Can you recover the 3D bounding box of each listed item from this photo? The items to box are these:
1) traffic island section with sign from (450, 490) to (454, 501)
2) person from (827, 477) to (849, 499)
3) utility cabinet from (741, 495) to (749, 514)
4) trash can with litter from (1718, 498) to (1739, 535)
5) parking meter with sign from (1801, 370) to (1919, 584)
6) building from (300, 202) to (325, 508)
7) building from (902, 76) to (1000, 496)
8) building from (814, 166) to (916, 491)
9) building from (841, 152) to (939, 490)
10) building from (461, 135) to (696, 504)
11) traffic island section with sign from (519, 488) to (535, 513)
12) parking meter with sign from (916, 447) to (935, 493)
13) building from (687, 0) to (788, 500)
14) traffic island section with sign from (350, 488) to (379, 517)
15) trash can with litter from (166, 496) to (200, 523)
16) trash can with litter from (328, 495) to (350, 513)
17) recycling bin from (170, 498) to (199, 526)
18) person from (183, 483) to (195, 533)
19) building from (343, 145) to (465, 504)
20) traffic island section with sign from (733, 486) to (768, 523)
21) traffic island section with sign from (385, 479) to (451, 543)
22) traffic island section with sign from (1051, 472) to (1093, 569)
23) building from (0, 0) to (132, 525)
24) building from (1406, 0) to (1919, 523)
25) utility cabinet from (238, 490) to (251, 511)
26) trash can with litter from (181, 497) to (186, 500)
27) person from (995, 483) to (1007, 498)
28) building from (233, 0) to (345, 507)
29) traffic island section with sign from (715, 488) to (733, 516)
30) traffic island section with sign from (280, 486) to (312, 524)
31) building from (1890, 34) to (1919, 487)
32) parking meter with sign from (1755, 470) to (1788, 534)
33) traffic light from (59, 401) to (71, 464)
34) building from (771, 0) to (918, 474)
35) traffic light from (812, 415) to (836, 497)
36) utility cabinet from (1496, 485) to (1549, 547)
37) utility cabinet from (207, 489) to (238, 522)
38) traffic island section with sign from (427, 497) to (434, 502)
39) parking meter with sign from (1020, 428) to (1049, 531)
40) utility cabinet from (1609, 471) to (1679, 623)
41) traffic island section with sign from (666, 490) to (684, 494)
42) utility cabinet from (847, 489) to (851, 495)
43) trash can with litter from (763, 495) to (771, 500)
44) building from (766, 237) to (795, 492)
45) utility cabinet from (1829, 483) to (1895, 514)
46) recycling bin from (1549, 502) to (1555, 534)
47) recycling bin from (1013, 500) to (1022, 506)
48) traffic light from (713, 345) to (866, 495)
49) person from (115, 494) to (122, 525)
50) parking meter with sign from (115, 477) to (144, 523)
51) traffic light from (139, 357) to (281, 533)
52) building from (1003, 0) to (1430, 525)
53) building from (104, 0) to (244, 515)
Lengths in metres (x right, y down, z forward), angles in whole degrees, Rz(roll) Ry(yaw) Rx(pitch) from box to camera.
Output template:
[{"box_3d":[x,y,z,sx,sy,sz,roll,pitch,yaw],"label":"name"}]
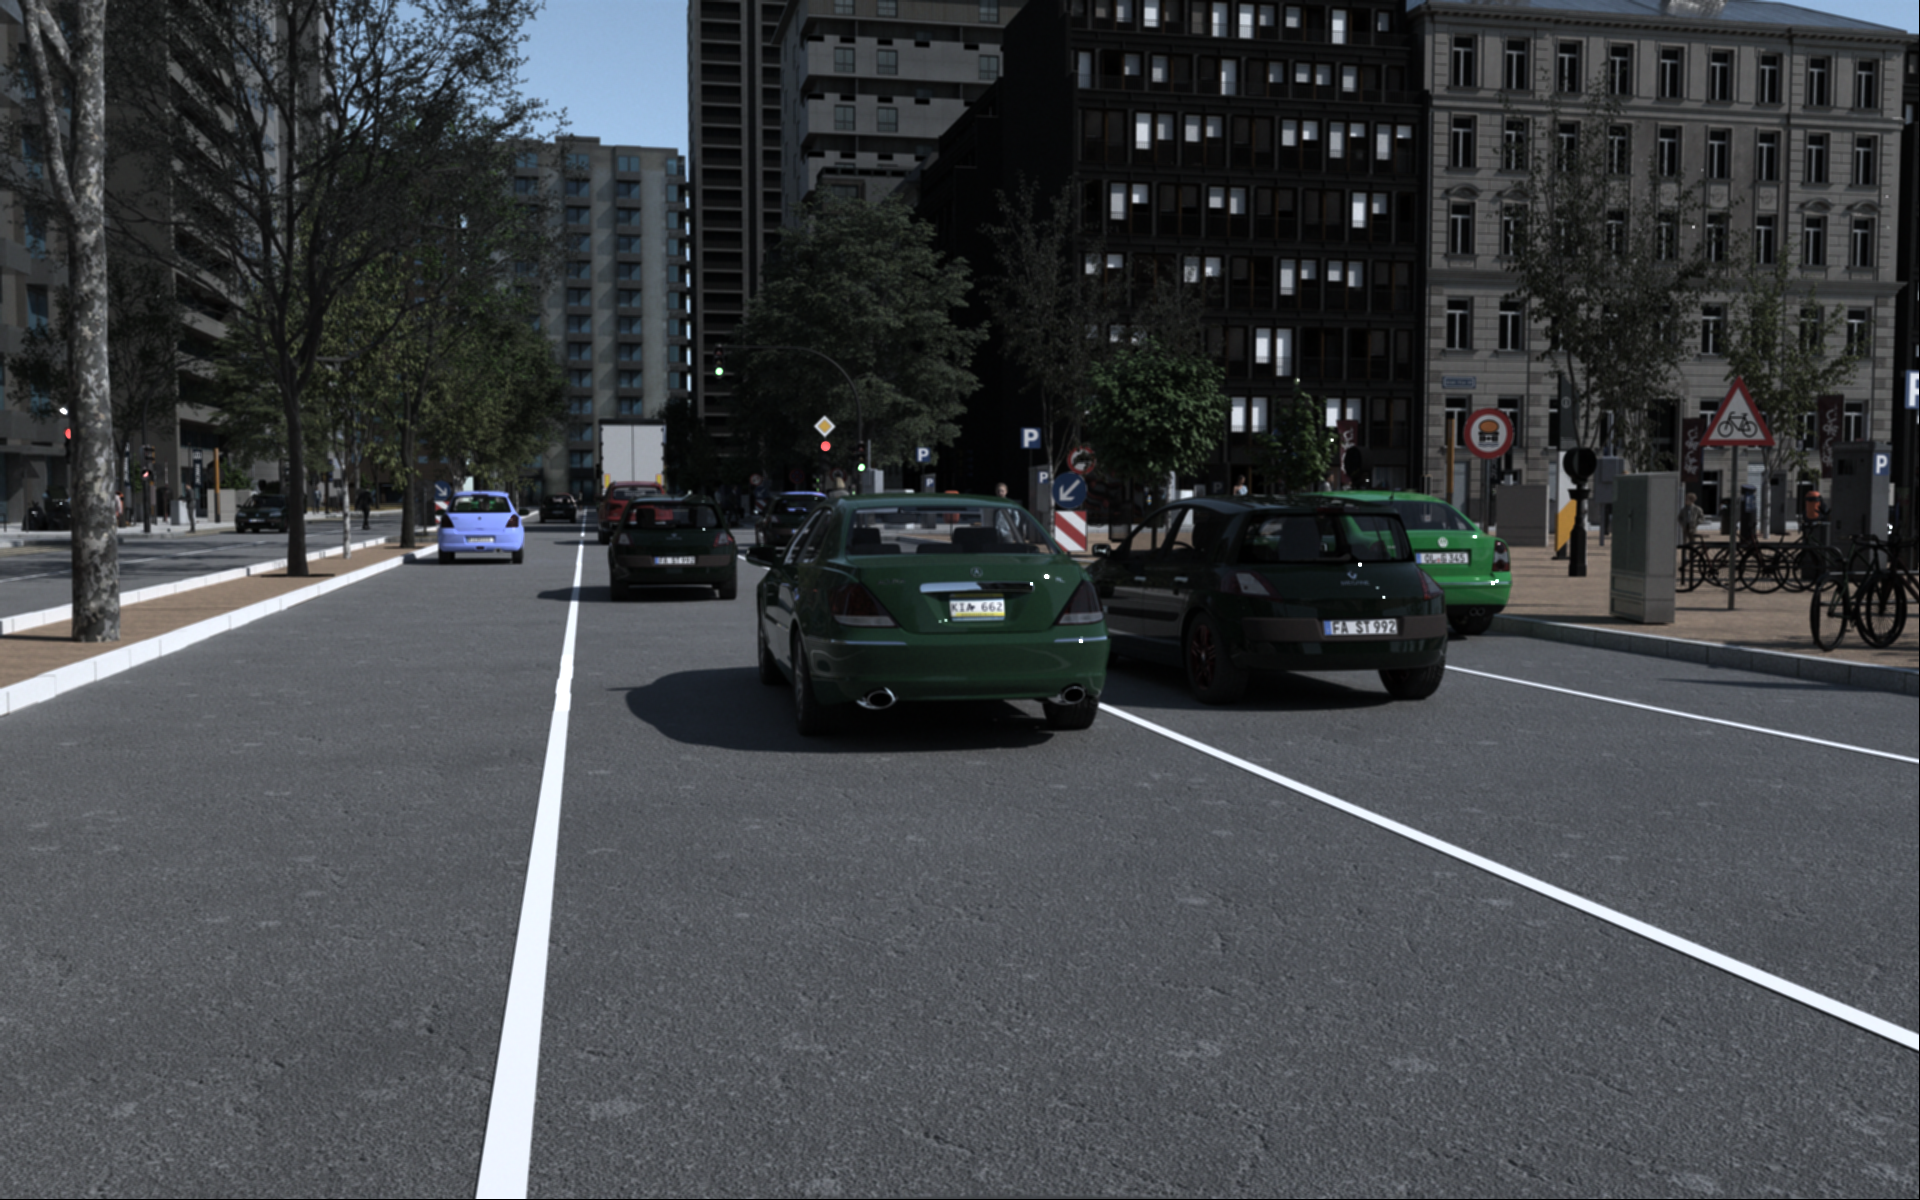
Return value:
[{"box_3d":[-53.763,-10.720,183.907,1.989,1.847,2.006,-1,4,-12],"label":"traffic island section with sign"},{"box_3d":[-2.695,-1.761,37.472,0.709,1.800,0.728,0,4,1],"label":"person"},{"box_3d":[-14.276,-6.313,114.385,1.020,1.237,0.306,2,4,31],"label":"utility cabinet"},{"box_3d":[23.995,-2.621,54.239,0.624,1.170,1.055,1,4,15],"label":"trash can with litter"},{"box_3d":[13.136,-1.773,25.250,0.543,3.016,1.738,-2,4,-24],"label":"parking meter with sign"},{"box_3d":[-67.836,-23.818,161.133,14.160,30.474,14.107,-1,4,-12],"label":"building"},{"box_3d":[4.094,-16.587,100.879,12.332,23.373,15.834,-1,4,-12],"label":"building"},{"box_3d":[-6.316,-23.545,156.668,14.160,30.474,14.107,-1,4,-12],"label":"building"},{"box_3d":[1.396,-17.813,124.522,16.112,22.955,30.059,-1,4,-12],"label":"building"},{"box_3d":[-51.520,-37.605,234.442,30.456,49.044,23.786,-1,4,-12],"label":"building"},{"box_3d":[-33.347,-7.592,132.270,2.006,1.907,1.989,-1,4,-12],"label":"traffic island section with sign"},{"box_3d":[-1.202,-4.137,63.902,0.543,3.016,1.738,-1,4,-12],"label":"parking meter with sign"},{"box_3d":[-26.315,-48.914,237.999,20.611,71.187,20.563,-1,4,-12],"label":"building"},{"box_3d":[-37.661,-6.141,109.032,1.989,1.847,2.006,-1,4,-12],"label":"traffic island section with sign"},{"box_3d":[-34.239,-4.014,76.686,1.678,1.210,2.233,-1,4,-10],"label":"trash can with litter"},{"box_3d":[-43.455,-6.742,121.288,2.233,1.210,1.678,-2,4,-29],"label":"trash can with litter"},{"box_3d":[-31.896,-3.581,71.096,0.722,1.027,0.722,3,4,37],"label":"recycling bin"},{"box_3d":[-28.428,-3.397,63.849,0.447,1.846,0.655,-2,4,-25],"label":"person"},{"box_3d":[-72.375,-35.182,225.342,14.200,45.320,14.600,-1,4,-12],"label":"building"},{"box_3d":[-10.128,-4.770,86.621,1.989,1.847,2.006,-1,4,-12],"label":"traffic island section with sign"},{"box_3d":[-15.996,-2.656,51.561,2.006,1.907,1.989,-1,4,-12],"label":"traffic island section with sign"},{"box_3d":[1.694,-1.410,31.676,1.989,1.847,2.006,-1,4,-12],"label":"traffic island section with sign"},{"box_3d":[-51.221,-27.845,74.867,23.786,49.044,30.456,-1,4,-12],"label":"building"},{"box_3d":[30.893,-17.532,83.912,25.104,27.353,12.463,-1,4,-12],"label":"building"},{"box_3d":[-37.278,-4.946,89.547,1.173,1.500,0.318,0,4,-5],"label":"utility cabinet"},{"box_3d":[-33.378,-3.896,75.084,0.624,1.170,1.055,-3,4,-36],"label":"trash can with litter"},{"box_3d":[0.655,-1.028,27.113,0.589,1.601,0.330,1,4,13],"label":"person"},{"box_3d":[-79.848,-39.025,180.062,28.212,58.520,21.231,-1,4,-12],"label":"building"},{"box_3d":[-15.806,-6.389,113.093,1.989,1.847,2.006,-1,4,-12],"label":"traffic island section with sign"},{"box_3d":[-31.891,-4.497,82.154,1.989,1.847,2.006,-1,4,-12],"label":"traffic island section with sign"},{"box_3d":[50.840,-15.838,88.627,15.834,23.373,12.332,-1,4,-12],"label":"building"},{"box_3d":[26.090,-3.627,55.557,1.738,3.016,0.543,1,4,9],"label":"parking meter with sign"},{"box_3d":[-25.121,-3.689,49.232,0.839,4.253,0.868,-1,4,-12],"label":"traffic light"},{"box_3d":[-3.498,-35.999,177.827,28.713,52.752,27.495,-1,4,-12],"label":"building"},{"box_3d":[-4.841,-4.455,61.758,0.839,4.253,0.868,-1,4,-12],"label":"traffic light"},{"box_3d":[13.580,-2.026,41.805,1.173,1.500,0.318,2,4,30],"label":"utility cabinet"},{"box_3d":[-33.680,-4.299,78.971,1.173,1.500,0.318,-2,4,-24],"label":"utility cabinet"},{"box_3d":[-48.068,-9.102,157.441,1.989,1.847,2.006,-1,4,-12],"label":"traffic island section with sign"},{"box_3d":[2.049,-2.968,44.783,0.543,3.016,1.738,-1,4,-14],"label":"parking meter with sign"},{"box_3d":[6.875,-0.538,17.471,0.318,1.500,1.173,0,4,5],"label":"utility cabinet"},{"box_3d":[-26.195,-9.342,161.370,1.989,1.847,2.006,-1,4,-12],"label":"traffic island section with sign"},{"box_3d":[-4.781,-4.531,82.768,1.173,1.500,0.318,-1,4,-9],"label":"utility cabinet"},{"box_3d":[-12.686,-6.068,110.266,2.233,1.210,1.678,0,4,-8],"label":"trash can with litter"},{"box_3d":[-15.214,-26.026,197.232,14.160,30.474,14.107,-1,4,-12],"label":"building"},{"box_3d":[18.404,-1.634,35.395,0.318,1.500,1.173,-2,4,-33],"label":"utility cabinet"},{"box_3d":[19.536,-2.654,55.941,0.722,1.027,0.722,-2,4,-24],"label":"recycling bin"},{"box_3d":[2.211,-3.818,74.977,0.722,1.027,0.722,2,4,35],"label":"recycling bin"},{"box_3d":[-5.189,-4.814,53.373,4.771,5.953,1.251,-1,4,-12],"label":"traffic light"},{"box_3d":[-19.231,-1.821,38.952,0.731,1.740,0.598,-1,4,-21],"label":"person"},{"box_3d":[-37.453,-4.962,77.385,1.738,3.016,0.543,0,4,-5],"label":"parking meter with sign"},{"box_3d":[-24.772,-5.067,57.510,4.771,5.953,1.251,-1,4,-12],"label":"traffic light"},{"box_3d":[11.069,-15.241,78.864,15.834,23.373,12.332,-1,4,-12],"label":"building"},{"box_3d":[-60.798,-29.950,113.378,21.300,48.544,21.600,-1,4,-12],"label":"building"}]
